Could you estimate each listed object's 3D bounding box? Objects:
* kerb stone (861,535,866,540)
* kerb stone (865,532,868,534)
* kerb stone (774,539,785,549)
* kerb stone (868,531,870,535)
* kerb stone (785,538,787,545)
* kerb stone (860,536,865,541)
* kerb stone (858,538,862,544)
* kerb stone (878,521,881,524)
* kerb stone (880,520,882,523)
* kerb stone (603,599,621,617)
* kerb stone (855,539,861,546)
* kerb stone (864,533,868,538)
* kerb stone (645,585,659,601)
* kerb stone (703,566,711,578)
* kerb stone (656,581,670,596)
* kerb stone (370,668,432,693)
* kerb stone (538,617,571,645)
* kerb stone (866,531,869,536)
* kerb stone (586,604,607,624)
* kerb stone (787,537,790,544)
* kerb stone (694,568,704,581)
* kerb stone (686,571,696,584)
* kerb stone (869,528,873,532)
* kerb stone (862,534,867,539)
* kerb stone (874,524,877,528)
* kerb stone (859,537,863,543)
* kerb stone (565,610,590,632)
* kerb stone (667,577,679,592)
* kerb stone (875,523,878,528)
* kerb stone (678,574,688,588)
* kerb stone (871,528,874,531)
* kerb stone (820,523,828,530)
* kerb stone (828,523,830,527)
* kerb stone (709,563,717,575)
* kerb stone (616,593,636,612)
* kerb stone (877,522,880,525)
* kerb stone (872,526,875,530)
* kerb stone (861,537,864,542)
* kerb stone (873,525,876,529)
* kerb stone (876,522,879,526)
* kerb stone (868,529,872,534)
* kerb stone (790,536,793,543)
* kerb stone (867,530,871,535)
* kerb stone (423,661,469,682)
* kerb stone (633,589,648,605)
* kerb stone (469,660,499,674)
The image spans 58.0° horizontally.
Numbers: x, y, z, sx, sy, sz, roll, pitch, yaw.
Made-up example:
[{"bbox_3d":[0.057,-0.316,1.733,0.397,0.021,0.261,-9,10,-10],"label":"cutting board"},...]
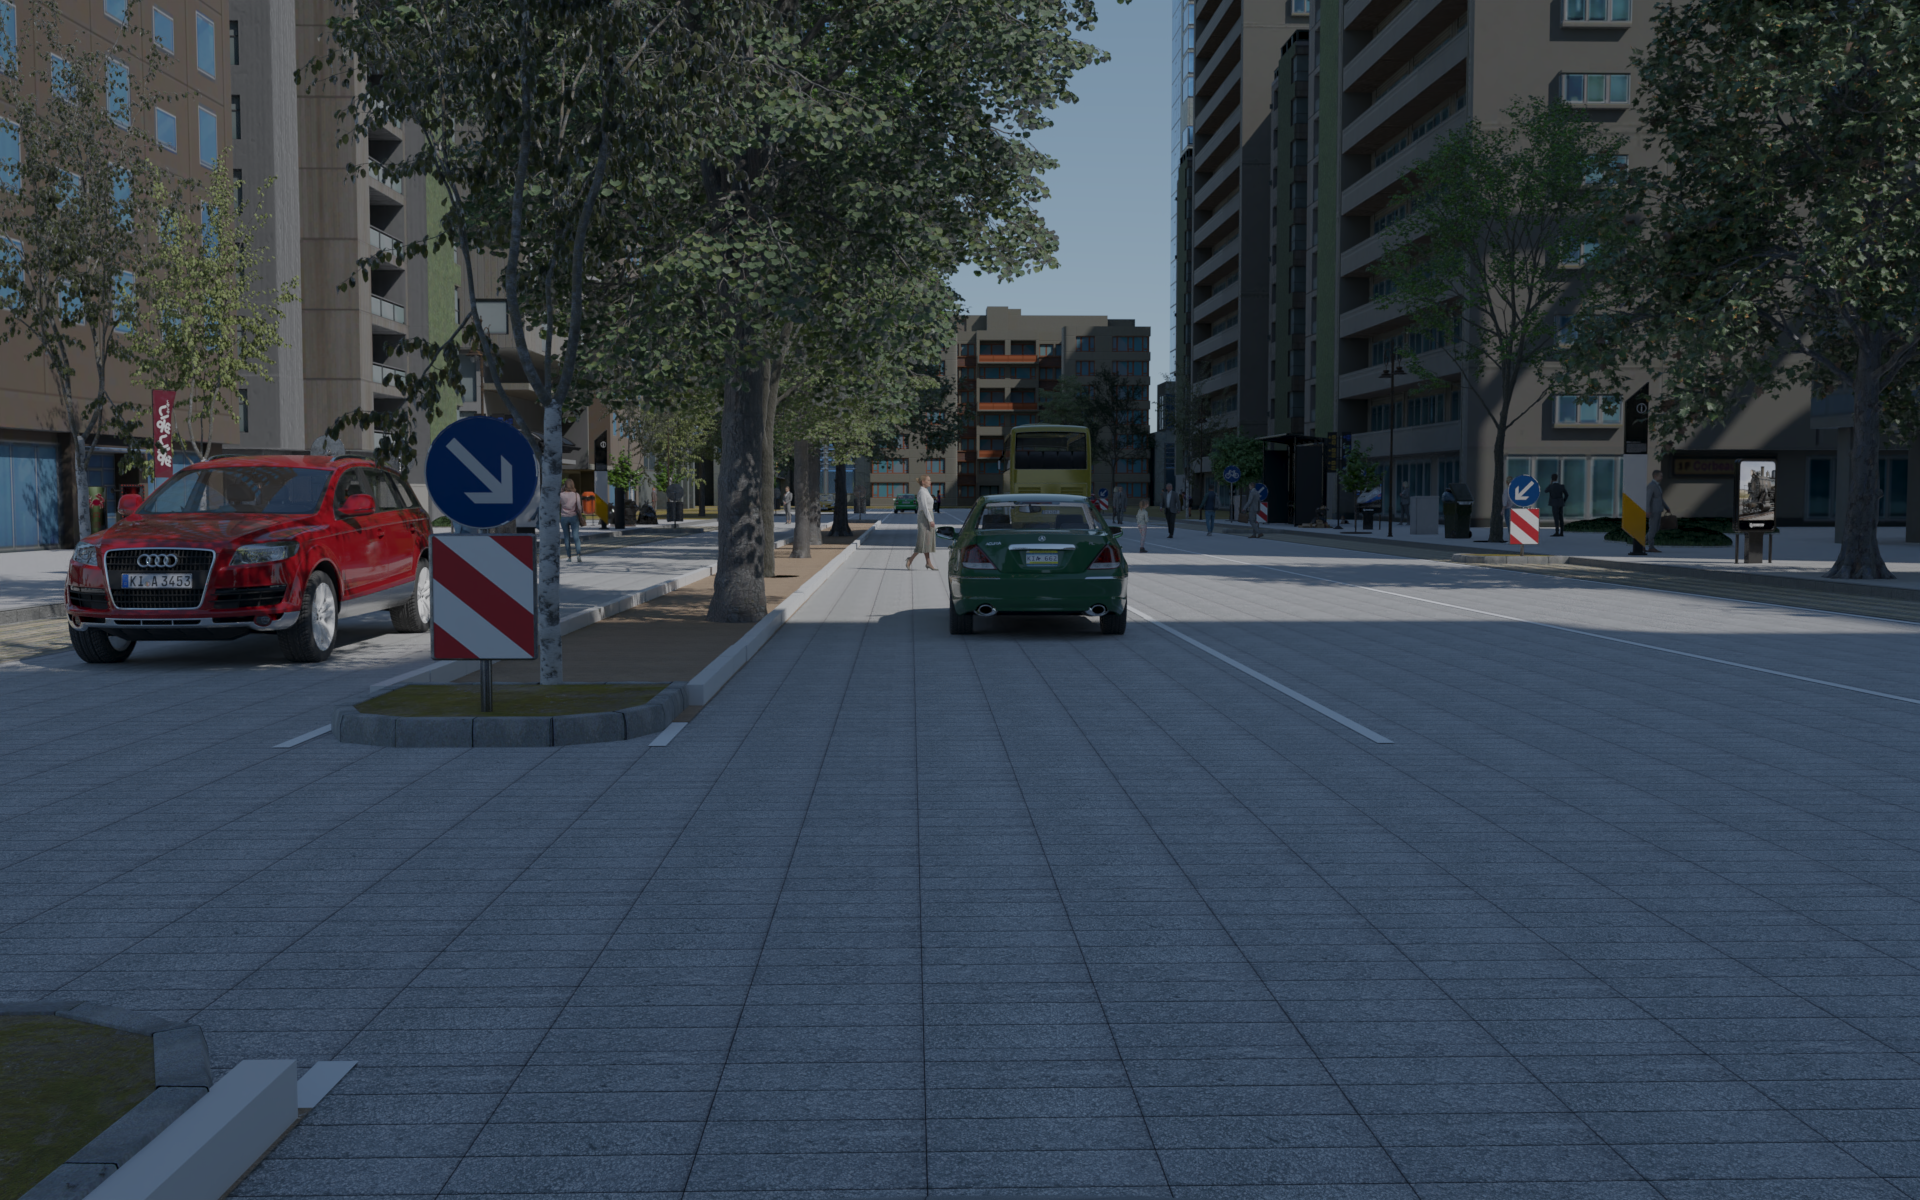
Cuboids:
[{"bbox_3d":[-2.925,-1.764,51.044,0.120,0.150,1.000,0,4,-2],"label":"kerb stone"},{"bbox_3d":[-3.013,-1.953,54.125,0.120,0.150,1.000,0,4,-2],"label":"kerb stone"},{"bbox_3d":[-4.913,-1.501,46.890,0.120,0.150,1.000,0,4,-2],"label":"kerb stone"},{"bbox_3d":[-3.072,-2.072,56.181,0.120,0.150,1.000,0,4,-2],"label":"kerb stone"},{"bbox_3d":[-4.944,-1.573,47.915,0.120,0.150,1.000,0,4,-2],"label":"kerb stone"},{"bbox_3d":[-2.900,-1.701,50.019,0.120,0.150,1.000,0,4,-2],"label":"kerb stone"},{"bbox_3d":[-2.807,-1.514,46.953,0.120,0.150,1.000,0,4,-2],"label":"kerb stone"},{"bbox_3d":[-3.603,-3.208,74.640,0.120,0.150,1.000,0,4,-2],"label":"kerb stone"},{"bbox_3d":[-3.697,-3.396,77.715,0.120,0.150,1.000,0,4,-2],"label":"kerb stone"},{"bbox_3d":[-4.140,0.121,20.289,0.120,0.150,1.000,0,4,-2],"label":"kerb stone"},{"bbox_3d":[-2.773,-1.451,45.932,0.120,0.150,1.000,0,4,-2],"label":"kerb stone"},{"bbox_3d":[-2.985,-1.889,53.104,0.120,0.150,1.000,0,4,-2],"label":"kerb stone"},{"bbox_3d":[-4.222,-0.071,23.365,0.120,0.150,1.000,0,4,-2],"label":"kerb stone"},{"bbox_3d":[-4.408,-0.447,29.498,0.120,0.150,1.000,0,4,-2],"label":"kerb stone"},{"bbox_3d":[-4.248,-0.134,24.386,0.120,0.150,1.000,0,4,-2],"label":"kerb stone"},{"bbox_3d":[-3.902,0.618,12.088,0.120,0.150,1.000,0,4,-2],"label":"kerb stone"},{"bbox_3d":[-4.046,0.306,17.200,0.120,0.150,1.000,0,4,-2],"label":"kerb stone"},{"bbox_3d":[-3.044,-2.016,55.158,0.120,0.150,1.000,0,4,-2],"label":"kerb stone"},{"bbox_3d":[-4.106,0.182,19.267,0.120,0.150,1.000,0,4,-2],"label":"kerb stone"},{"bbox_3d":[-4.965,-1.636,48.937,0.120,0.150,1.000,0,4,-2],"label":"kerb stone"},{"bbox_3d":[-4.369,-0.384,28.476,0.120,0.150,1.000,0,4,-2],"label":"kerb stone"},{"bbox_3d":[-4.343,-0.322,27.454,0.120,0.150,1.000,0,4,-2],"label":"kerb stone"},{"bbox_3d":[-3.199,-2.330,60.295,0.120,0.150,1.000,0,4,-2],"label":"kerb stone"},{"bbox_3d":[-2.957,-1.826,52.078,0.120,0.150,1.000,0,4,-2],"label":"kerb stone"},{"bbox_3d":[-3.406,-2.769,67.468,0.120,0.150,1.000,0,4,-2],"label":"kerb stone"},{"bbox_3d":[-2.841,-1.577,47.975,0.120,0.150,1.000,0,4,-2],"label":"kerb stone"},{"bbox_3d":[-4.077,0.242,18.240,0.120,0.150,1.000,0,4,-2],"label":"kerb stone"},{"bbox_3d":[-4.281,-0.196,25.408,0.120,0.150,1.000,0,4,-2],"label":"kerb stone"},{"bbox_3d":[-3.463,-2.888,69.519,0.120,0.150,1.000,0,4,-2],"label":"kerb stone"},{"bbox_3d":[-4.319,-0.259,26.432,0.120,0.150,1.000,0,4,-2],"label":"kerb stone"},{"bbox_3d":[-3.221,-2.392,61.317,0.120,0.150,1.000,0,4,-2],"label":"kerb stone"},{"bbox_3d":[-5.621,-3.010,71.486,0.120,0.150,1.000,0,4,-2],"label":"kerb stone"},{"bbox_3d":[-5.650,-3.076,72.510,0.120,0.150,1.000,0,4,-2],"label":"kerb stone"},{"bbox_3d":[-4.434,-0.506,30.520,0.120,0.150,1.000,0,4,-2],"label":"kerb stone"},{"bbox_3d":[-4.163,0.054,21.310,0.120,0.150,1.000,0,4,-2],"label":"kerb stone"},{"bbox_3d":[-3.547,-3.079,72.587,0.120,0.150,1.000,0,4,-2],"label":"kerb stone"},{"bbox_3d":[-3.287,-2.518,63.365,0.120,0.150,1.000,0,4,-2],"label":"kerb stone"},{"bbox_3d":[-2.866,-1.637,48.997,0.120,0.150,1.000,0,4,-2],"label":"kerb stone"},{"bbox_3d":[-3.339,-2.644,65.420,0.120,0.150,1.000,0,4,-2],"label":"kerb stone"},{"bbox_3d":[-3.525,-3.018,71.563,0.120,0.150,1.000,0,4,-2],"label":"kerb stone"},{"bbox_3d":[-3.170,-2.267,59.266,0.120,0.150,1.000,0,4,-2],"label":"kerb stone"},{"bbox_3d":[-4.994,-1.698,49.959,0.120,0.150,1.000,0,4,-2],"label":"kerb stone"},{"bbox_3d":[-3.107,-2.136,57.211,0.120,0.150,1.000,0,4,-2],"label":"kerb stone"},{"bbox_3d":[-3.927,0.557,13.110,0.120,0.150,1.000,0,4,-2],"label":"kerb stone"},{"bbox_3d":[-4.199,-0.009,22.337,0.120,0.150,1.000,0,4,-2],"label":"kerb stone"},{"bbox_3d":[-3.960,0.493,14.132,0.120,0.150,1.000,0,4,-2],"label":"kerb stone"}]
